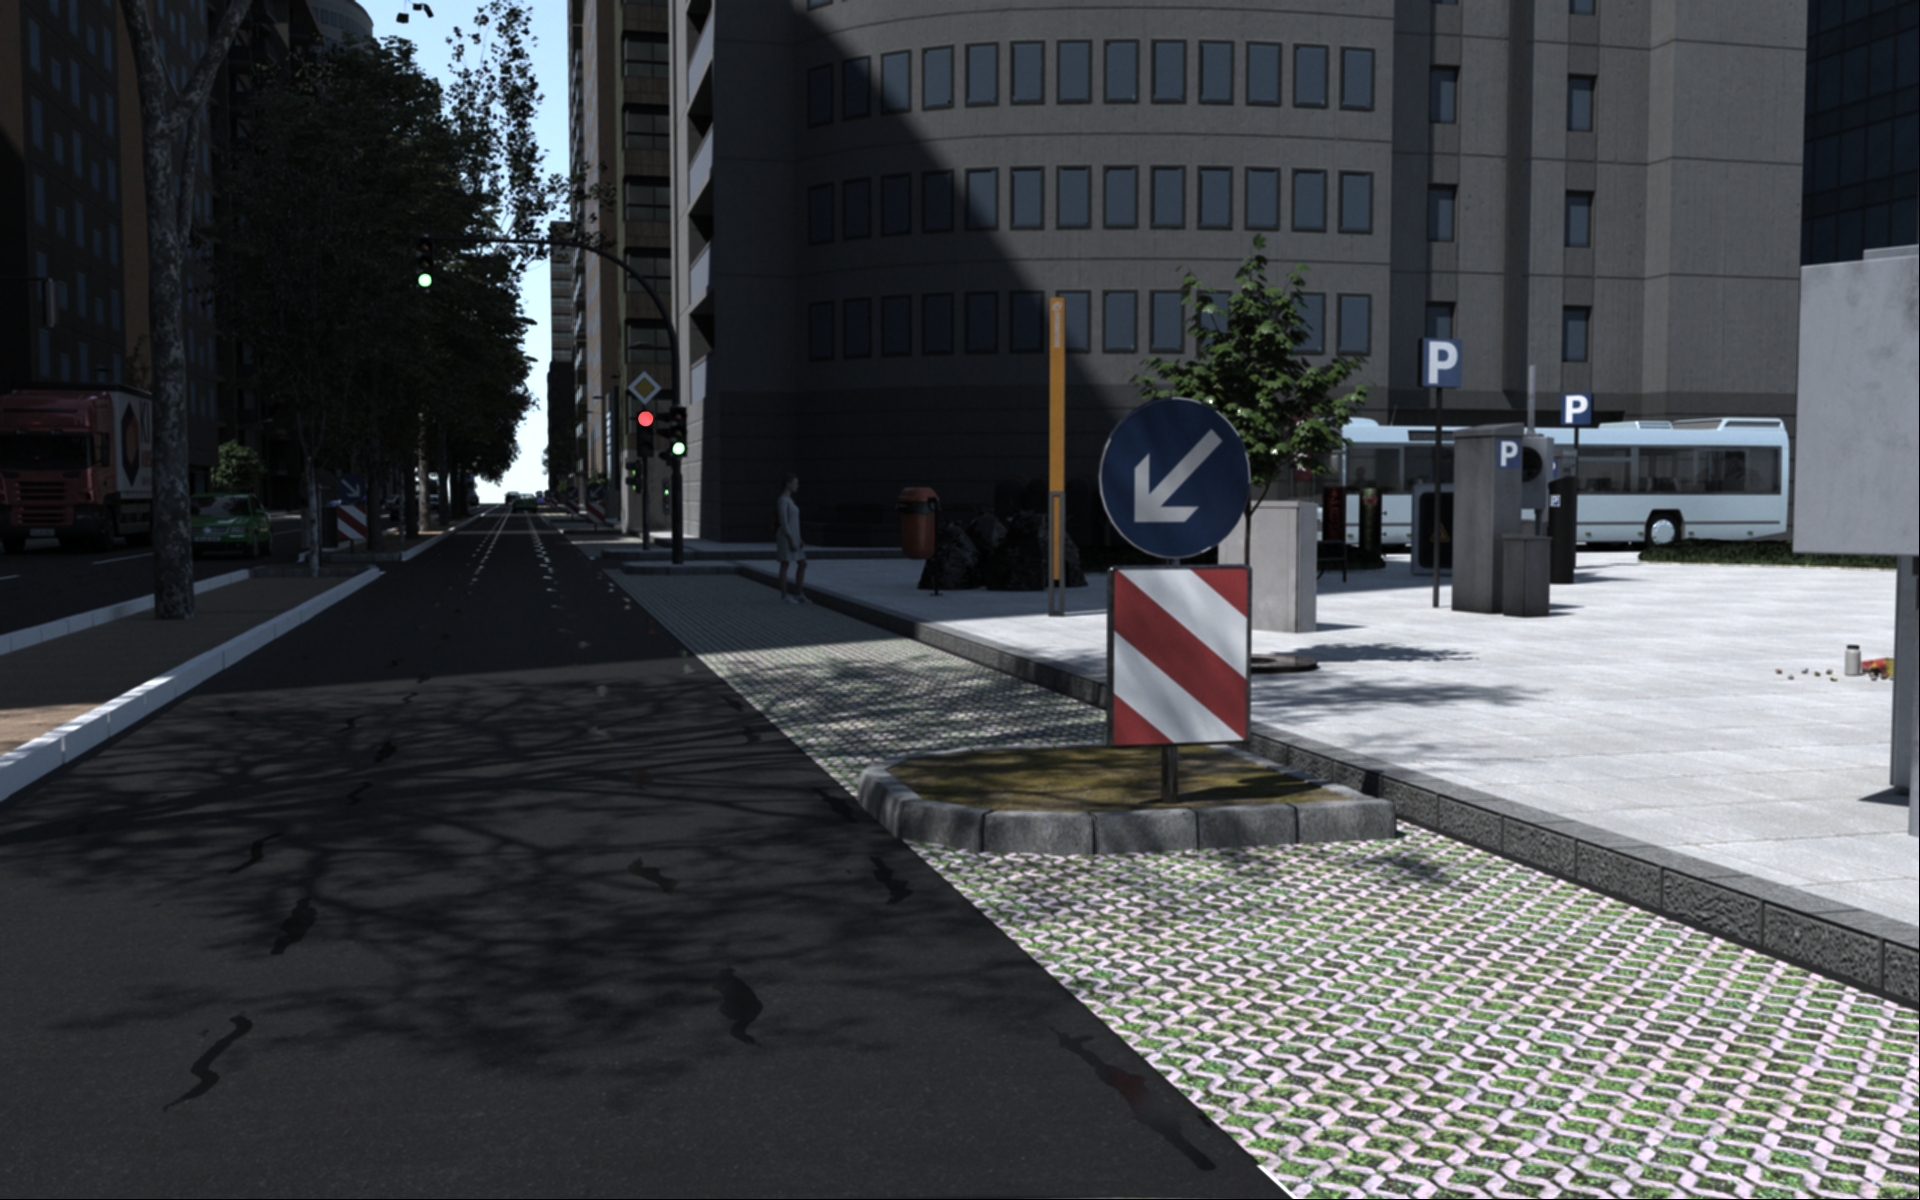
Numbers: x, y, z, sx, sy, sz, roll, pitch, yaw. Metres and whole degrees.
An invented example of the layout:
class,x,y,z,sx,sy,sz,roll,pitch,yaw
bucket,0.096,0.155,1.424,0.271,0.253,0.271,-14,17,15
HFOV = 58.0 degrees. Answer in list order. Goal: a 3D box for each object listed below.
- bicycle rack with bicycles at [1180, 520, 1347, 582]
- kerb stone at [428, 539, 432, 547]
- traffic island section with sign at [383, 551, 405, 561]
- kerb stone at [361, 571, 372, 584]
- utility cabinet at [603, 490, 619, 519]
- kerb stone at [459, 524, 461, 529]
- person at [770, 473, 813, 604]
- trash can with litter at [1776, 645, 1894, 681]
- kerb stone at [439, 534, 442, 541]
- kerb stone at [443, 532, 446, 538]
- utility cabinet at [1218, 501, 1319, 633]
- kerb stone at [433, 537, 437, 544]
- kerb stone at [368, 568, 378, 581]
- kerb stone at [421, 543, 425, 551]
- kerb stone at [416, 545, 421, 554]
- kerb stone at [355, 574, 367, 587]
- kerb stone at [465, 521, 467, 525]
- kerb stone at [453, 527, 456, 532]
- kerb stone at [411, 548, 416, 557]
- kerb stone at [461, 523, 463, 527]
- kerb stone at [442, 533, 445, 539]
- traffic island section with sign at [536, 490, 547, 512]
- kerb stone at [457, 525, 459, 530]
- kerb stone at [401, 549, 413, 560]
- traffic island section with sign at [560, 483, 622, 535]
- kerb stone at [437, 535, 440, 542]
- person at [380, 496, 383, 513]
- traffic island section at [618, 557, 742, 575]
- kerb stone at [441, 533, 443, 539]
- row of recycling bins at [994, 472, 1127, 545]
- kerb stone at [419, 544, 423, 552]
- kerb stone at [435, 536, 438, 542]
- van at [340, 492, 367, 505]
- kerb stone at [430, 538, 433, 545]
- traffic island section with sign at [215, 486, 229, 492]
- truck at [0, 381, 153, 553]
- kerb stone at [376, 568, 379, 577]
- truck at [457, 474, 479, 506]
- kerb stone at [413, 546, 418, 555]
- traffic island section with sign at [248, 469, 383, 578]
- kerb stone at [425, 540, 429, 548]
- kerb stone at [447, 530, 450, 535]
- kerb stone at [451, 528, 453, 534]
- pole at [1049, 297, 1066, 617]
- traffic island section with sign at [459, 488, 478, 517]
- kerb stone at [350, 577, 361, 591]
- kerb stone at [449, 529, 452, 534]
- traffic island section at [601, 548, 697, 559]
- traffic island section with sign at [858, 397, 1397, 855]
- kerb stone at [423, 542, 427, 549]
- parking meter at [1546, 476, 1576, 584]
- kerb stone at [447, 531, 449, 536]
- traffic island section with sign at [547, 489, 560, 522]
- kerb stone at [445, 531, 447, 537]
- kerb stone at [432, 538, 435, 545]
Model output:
class,x,y,z,sx,sy,sz,roll,pitch,yaw
bicycle rack with bicycles,4.156,-0.724,25.224,2.925,0.926,2.852,-3,5,-43
kerb stone,-14.180,-1.451,45.961,0.120,0.150,1.000,-1,4,-14
traffic island section with sign,-13.182,-1.809,37.706,2.006,1.907,1.989,-1,4,-14
kerb stone,-9.503,-0.327,27.565,0.120,0.150,1.000,-1,4,-14
utility cabinet,-18.008,-4.952,89.643,0.318,1.500,1.173,1,4,22
kerb stone,-19.998,-2.845,68.807,0.120,0.150,1.000,-1,4,-14
person,-2.218,-0.794,22.492,0.522,1.701,0.512,0,4,7
trash can with litter,6.854,-0.034,11.620,1.678,1.210,2.233,-2,4,-27
kerb stone,-15.700,-1.817,51.925,0.120,0.150,1.000,-1,4,-14
kerb stone,-16.465,-1.998,54.908,0.120,0.150,1.000,-1,4,-14
utility cabinet,2.906,-0.320,16.396,0.306,1.237,1.020,-3,4,-38
kerb stone,-14.946,-1.635,48.946,0.120,0.150,1.000,-1,4,-14
kerb stone,-9.748,-0.389,28.558,0.120,0.150,1.000,-1,4,-14
kerb stone,-13.424,-1.271,42.977,0.120,0.150,1.000,-1,4,-14
kerb stone,-12.915,-1.149,40.989,0.120,0.150,1.000,-1,4,-14
kerb stone,-9.250,-0.268,26.573,0.120,0.150,1.000,-1,4,-14
kerb stone,-21.776,-3.272,75.762,0.120,0.150,1.000,-1,4,-14
kerb stone,-18.479,-2.486,62.845,0.120,0.150,1.000,-1,4,-14
kerb stone,-12.407,-1.020,39.000,0.120,0.150,1.000,-1,4,-14
kerb stone,-20.508,-2.972,70.794,0.120,0.150,1.000,-1,4,-14
kerb stone,-16.207,-1.940,53.915,0.120,0.150,1.000,-1,4,-14
traffic island section with sign,-31.960,-7.767,135.613,1.989,1.847,2.006,-1,4,-14
kerb stone,-19.498,-2.727,66.823,0.120,0.150,1.000,-1,4,-14
kerb stone,-12.160,-0.964,38.008,0.120,0.150,1.000,-1,4,-14
traffic island section with sign,-13.086,-3.236,61.543,1.989,1.847,2.006,-1,4,-14
kerb stone,-15.446,-1.758,50.934,0.120,0.150,1.000,-1,4,-14
person,-43.997,-7.320,131.365,0.799,1.438,0.628,2,4,31
traffic island section,-5.176,-0.585,31.846,2.009,0.180,2.903,-1,4,-14
kerb stone,-15.956,-1.879,52.922,0.120,0.150,1.000,-1,4,-14
row of recycling bins,2.080,-1.555,32.543,3.534,1.692,1.069,3,5,39
kerb stone,-13.165,-1.210,41.980,0.120,0.150,1.000,-1,4,-14
kerb stone,-15.197,-1.695,49.937,0.120,0.150,1.000,-1,4,-14
van,-42.381,-7.171,121.636,2.240,2.365,5.245,-1,4,-15
kerb stone,-14.441,-1.515,46.960,0.120,0.150,1.000,-1,4,-14
traffic island section with sign,-35.546,-4.574,83.409,1.989,1.847,2.006,-1,4,-14
truck,-22.879,-3.457,45.442,2.839,4.237,11.283,-1,4,-15
kerb stone,-10.007,-0.446,29.547,0.120,0.150,1.000,-1,4,-14
truck,-60.941,-13.703,213.803,2.967,4.110,18.799,-1,4,-14
kerb stone,-12.665,-1.088,39.989,0.120,0.150,1.000,-1,4,-14
traffic island section with sign,-11.363,-1.369,30.525,2.006,1.907,1.989,-1,4,-14
kerb stone,-13.933,-1.391,44.969,0.120,0.150,1.000,-1,4,-14
kerb stone,-17.221,-2.183,57.886,0.120,0.150,1.000,-1,4,-14
kerb stone,-17.982,-2.365,60.860,0.120,0.150,1.000,-1,4,-14
pole,1.017,-1.484,18.107,0.158,3.312,0.155,0,3,0
traffic island section with sign,-31.739,-6.262,110.526,2.006,1.907,1.989,-1,4,-14
kerb stone,-8.990,-0.207,25.574,0.120,0.150,1.000,-1,4,-14
kerb stone,-17.727,-2.304,59.866,0.120,0.150,1.000,-1,4,-14
traffic island section,-7.147,-1.058,39.585,2.009,0.180,2.903,-1,4,-14
traffic island section with sign,0.595,0.050,7.813,1.989,1.847,2.006,-1,4,-14
kerb stone,-13.679,-1.332,43.974,0.120,0.150,1.000,-1,4,-14
parking meter,8.588,-0.999,24.752,0.372,1.533,0.369,0,3,0
kerb stone,-16.959,-2.122,56.898,0.120,0.150,1.000,-1,4,-14
traffic island section with sign,-19.784,-4.844,87.822,1.989,1.847,2.006,-1,4,-14
kerb stone,-16.715,-2.062,55.905,0.120,0.150,1.000,-1,4,-14
kerb stone,-14.691,-1.575,47.953,0.120,0.150,1.000,-1,4,-14
